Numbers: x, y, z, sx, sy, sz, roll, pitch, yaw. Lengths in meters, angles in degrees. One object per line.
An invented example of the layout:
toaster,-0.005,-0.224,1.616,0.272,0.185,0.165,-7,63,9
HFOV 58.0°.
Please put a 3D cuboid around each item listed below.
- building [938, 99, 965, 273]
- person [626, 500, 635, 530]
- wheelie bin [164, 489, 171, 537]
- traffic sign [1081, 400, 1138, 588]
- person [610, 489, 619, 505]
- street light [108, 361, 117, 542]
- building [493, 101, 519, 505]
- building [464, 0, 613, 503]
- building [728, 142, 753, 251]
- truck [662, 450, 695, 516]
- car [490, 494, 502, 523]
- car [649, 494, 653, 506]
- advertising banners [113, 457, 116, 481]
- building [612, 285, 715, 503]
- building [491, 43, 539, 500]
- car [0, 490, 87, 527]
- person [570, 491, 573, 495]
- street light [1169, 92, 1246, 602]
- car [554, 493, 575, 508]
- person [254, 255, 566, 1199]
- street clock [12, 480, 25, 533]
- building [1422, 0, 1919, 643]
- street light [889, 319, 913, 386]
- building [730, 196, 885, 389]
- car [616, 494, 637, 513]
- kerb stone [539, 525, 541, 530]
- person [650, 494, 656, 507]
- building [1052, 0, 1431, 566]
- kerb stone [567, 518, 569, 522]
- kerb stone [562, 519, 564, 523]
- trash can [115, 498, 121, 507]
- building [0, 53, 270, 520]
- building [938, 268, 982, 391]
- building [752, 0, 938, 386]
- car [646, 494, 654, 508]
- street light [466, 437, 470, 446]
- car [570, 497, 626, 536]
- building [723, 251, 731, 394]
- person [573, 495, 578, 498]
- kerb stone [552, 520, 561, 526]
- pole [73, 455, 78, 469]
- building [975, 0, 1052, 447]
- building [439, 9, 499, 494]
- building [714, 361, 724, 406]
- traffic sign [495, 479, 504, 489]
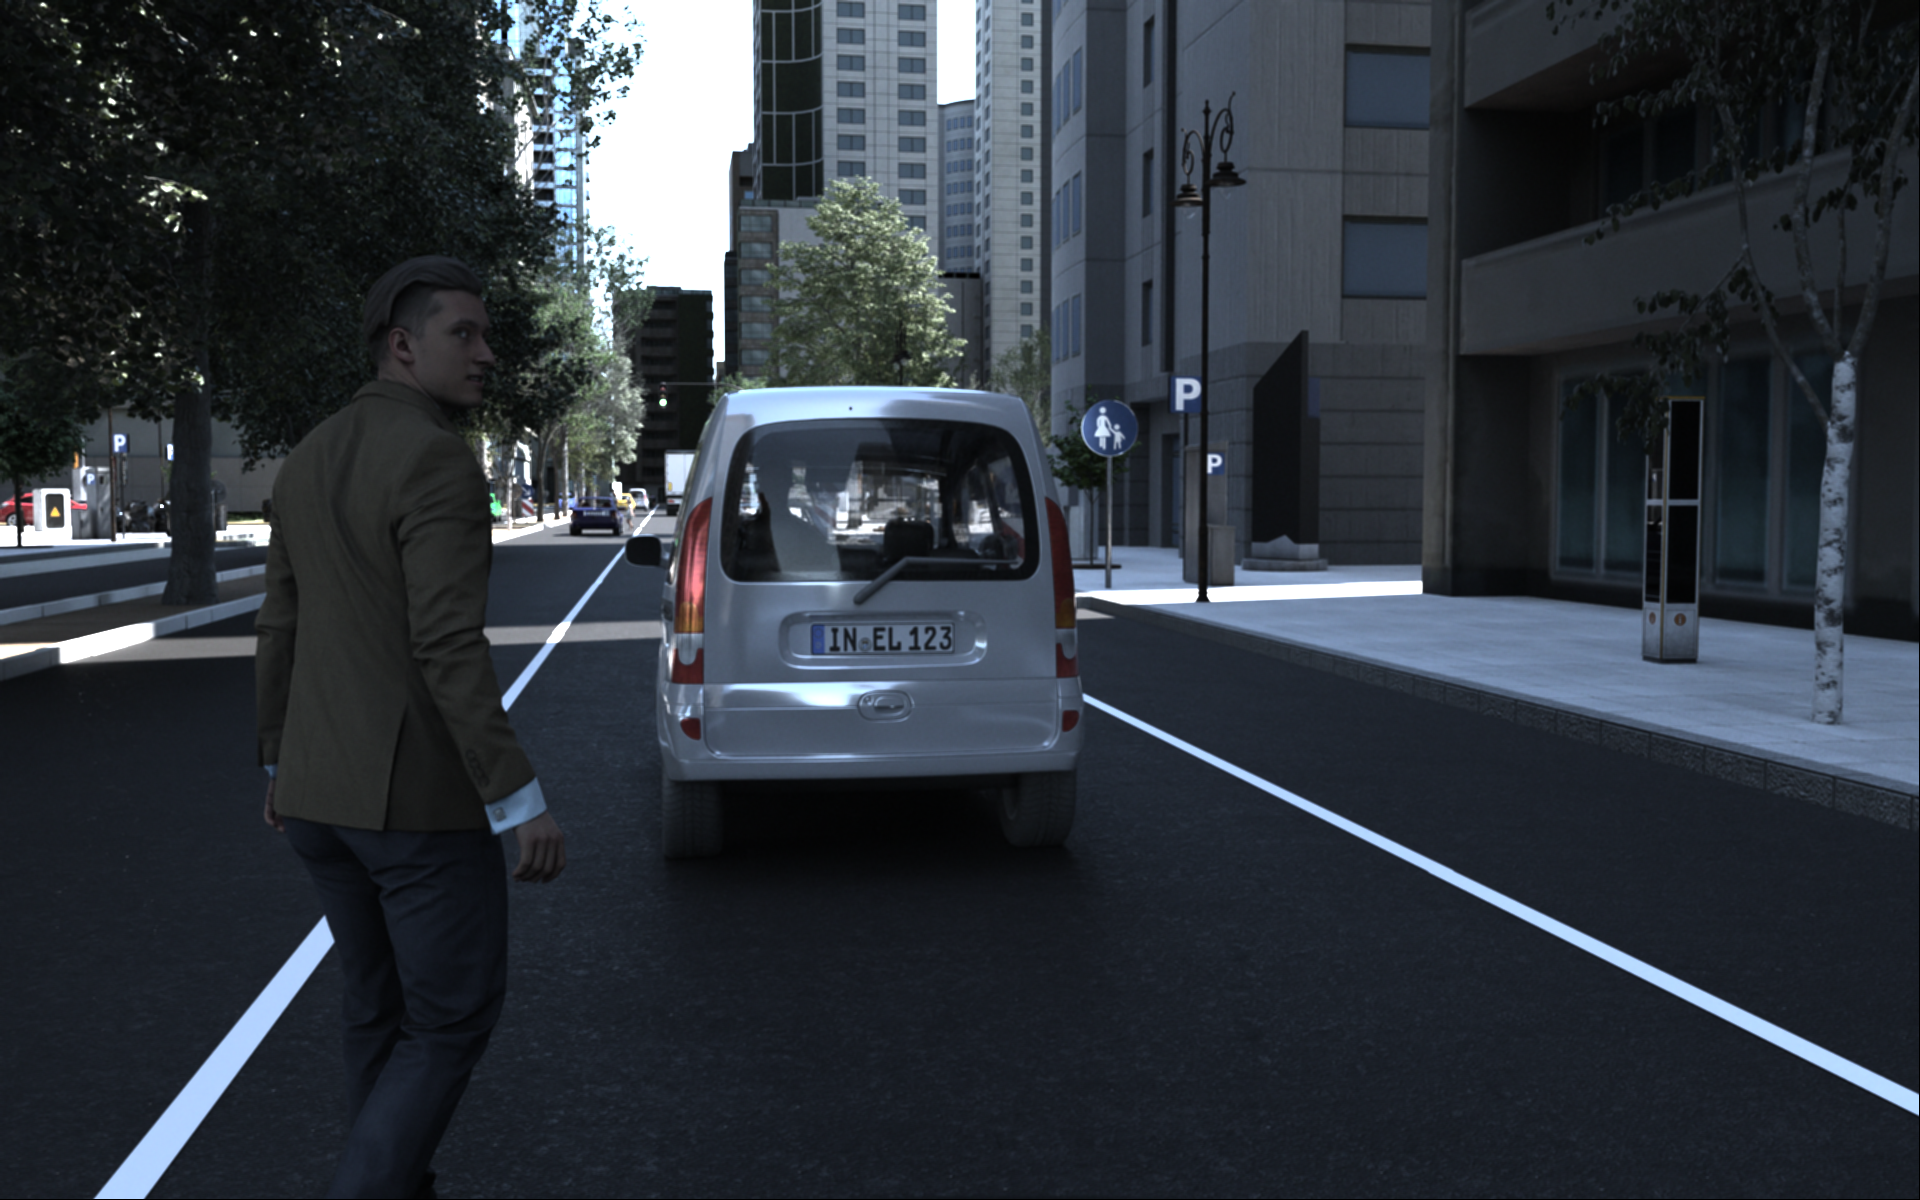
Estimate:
building,8.854,-43.557,254.150,28.212,58.520,21.231,-1,4,-10
person,-12.971,-3.353,68.337,0.382,1.210,0.505,-1,4,-22
wheelie bin,-23.425,-2.699,52.034,0.980,1.594,0.693,1,4,18
traffic sign,2.018,-1.430,23.492,0.768,2.556,0.104,0,4,-3
person,-24.218,-6.887,121.197,0.616,1.811,0.778,1,4,14
street light,-22.542,-4.475,45.953,0.468,5.910,1.993,-1,4,-10
building,-58.512,-34.145,177.873,23.786,49.044,30.456,-1,4,-10
building,-64.876,-56.830,241.846,31.000,86.520,22.319,-1,4,-10
building,-22.304,-34.942,221.414,14.600,45.320,14.200,-1,4,-10
truck,-18.635,-7.825,116.851,2.839,4.237,11.283,-1,4,-10
car,-24.324,-4.847,88.046,1.959,1.807,4.718,-1,4,-11
car,-39.029,-12.643,215.506,1.959,1.807,4.718,0,4,-8
advertising banners,-40.278,-5.223,81.584,2.074,3.025,0.090,2,4,35
building,-41.566,-28.829,243.050,14.107,30.474,14.160,-1,4,-10
building,-65.171,-37.805,207.347,27.495,52.752,28.713,-1,4,-10
car,-36.459,-3.744,70.255,4.494,1.783,2.155,-1,4,-8
person,-38.912,-10.020,173.011,0.721,1.739,1.217,-1,4,-17
street light,2.895,-2.916,20.472,0.468,5.910,1.993,-1,4,-10
car,-36.710,-9.265,161.078,1.945,1.707,3.694,-1,4,-11
person,-0.944,0.336,2.922,0.656,1.842,0.836,1,4,8
street clock,-31.008,-3.214,57.116,0.471,2.002,0.358,3,4,38
building,18.233,-23.773,12.395,21.300,48.544,21.600,-1,4,-10
street light,-1.568,-4.479,46.018,0.468,5.910,1.993,-1,4,-10
building,-15.107,-24.516,172.536,14.160,30.474,14.107,-1,4,-10
car,-26.251,-7.637,135.089,2.015,1.641,3.980,-1,4,-9
kerb stone,-16.758,-2.827,68.453,0.120,0.150,1.000,-1,4,-10
person,-34.838,-11.285,196.245,0.697,1.427,0.421,1,4,11
building,13.063,-30.736,44.530,21.231,58.520,28.212,-1,4,-10
kerb stone,-19.916,-3.973,87.146,0.120,0.150,1.000,-1,4,-10
kerb stone,-19.236,-3.725,83.098,0.120,0.150,1.000,-1,4,-10
trash can,-29.904,-3.012,60.901,0.748,1.137,0.748,0,3,0
building,-46.122,-30.987,95.876,28.713,52.752,27.495,-1,4,-10
building,-5.215,-27.735,225.168,14.107,30.474,14.160,-1,4,-10
building,-14.062,-45.952,189.568,20.563,71.187,20.611,-1,4,-10
car,-32.668,-10.209,178.721,2.131,1.459,4.920,-1,4,-9
street light,-36.494,-9.529,128.584,0.468,5.910,1.993,-1,4,-10
car,-12.815,-2.971,61.152,1.945,1.354,3.894,-1,4,-9
building,-21.287,-26.666,207.685,14.160,30.474,14.107,-1,4,-10
person,-47.574,-12.588,214.303,0.705,1.826,1.348,1,4,16
kerb stone,-18.886,-3.594,81.084,0.120,0.150,1.000,-1,4,-10
pole,-38.064,-4.939,74.597,0.158,3.312,0.155,0,3,0
building,12.276,-48.095,224.598,20.611,71.187,20.563,-1,4,-10
building,-49.793,-30.972,156.496,14.600,45.320,14.200,-1,4,-10
building,-21.212,-25.027,254.226,28.899,21.520,27.650,-1,4,-10
traffic sign,-39.389,-9.047,148.023,0.768,2.556,0.104,0,4,-2
